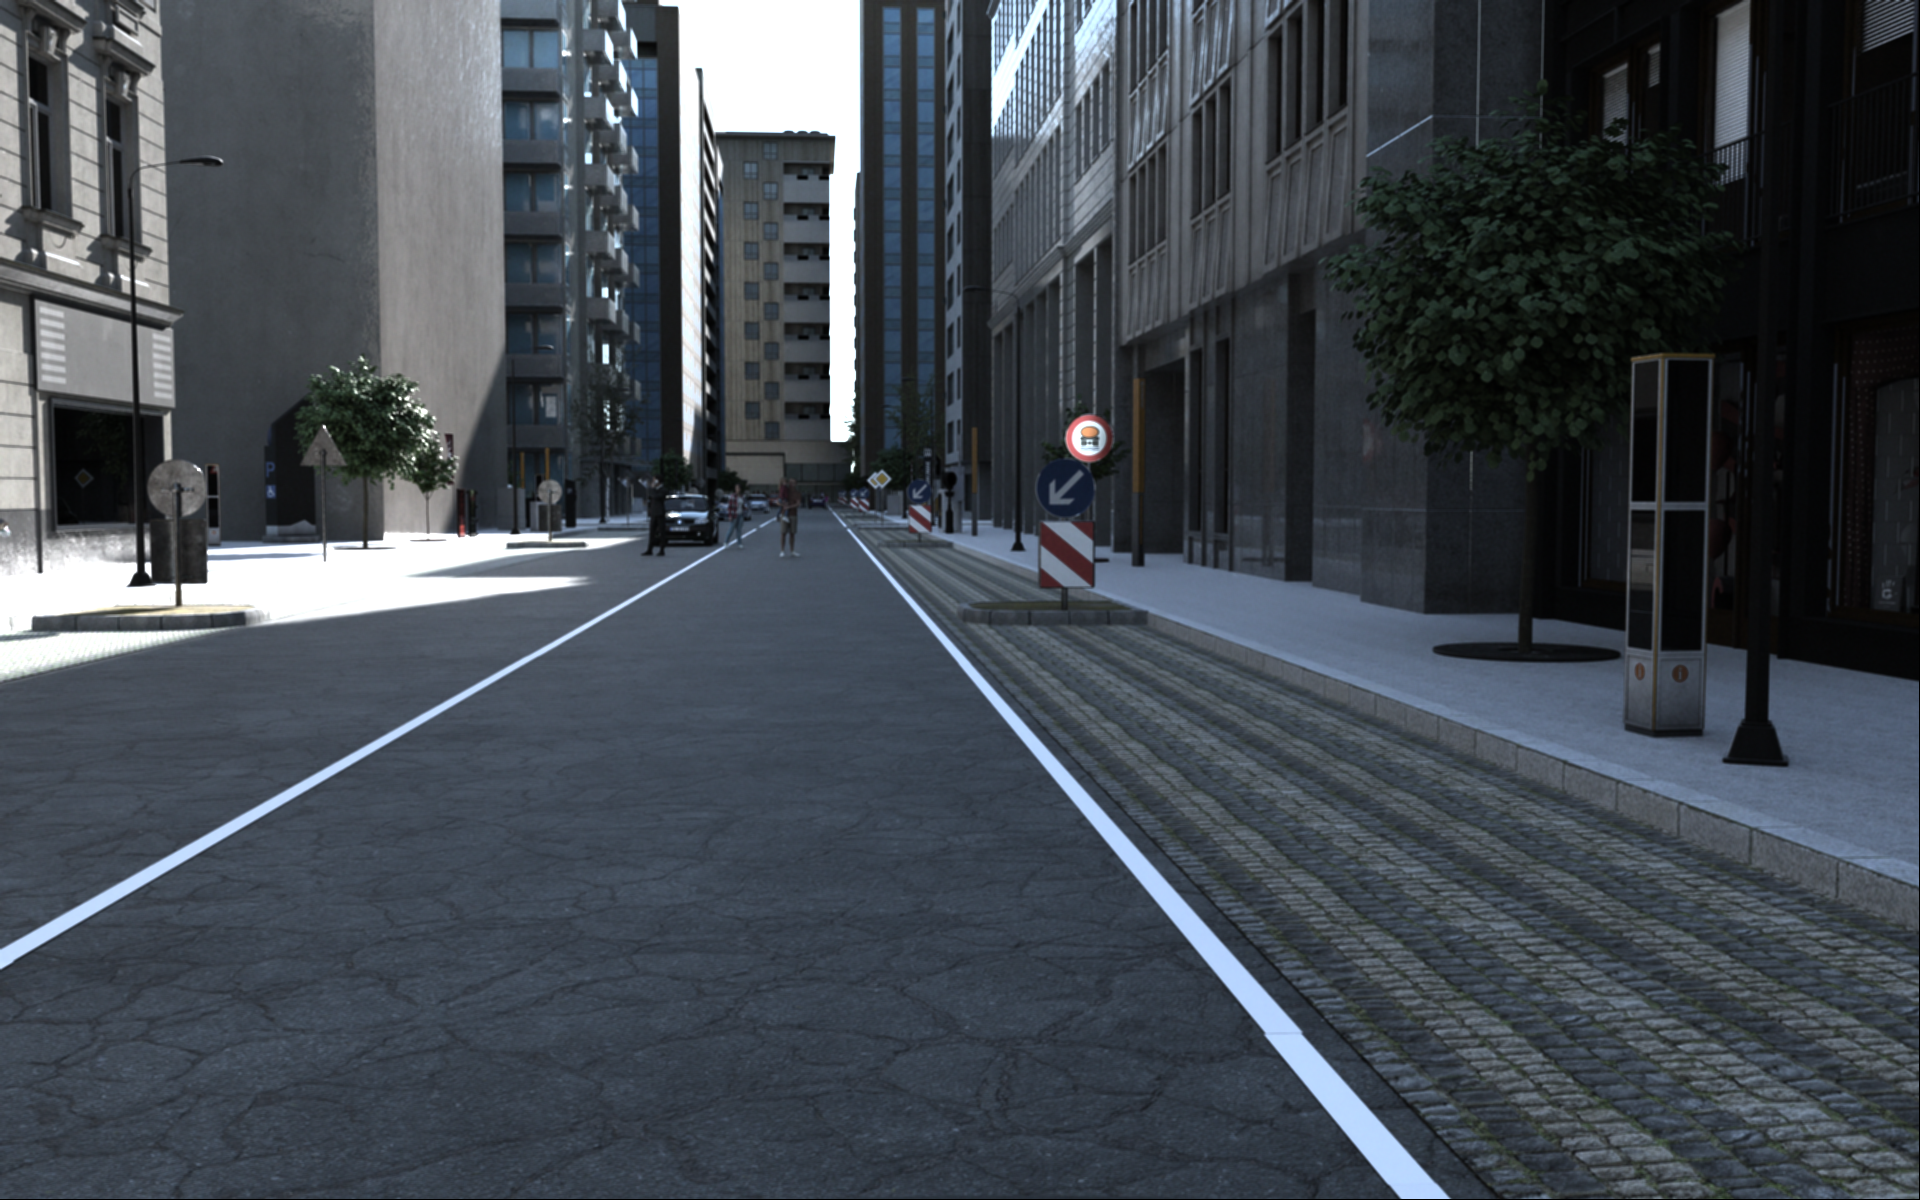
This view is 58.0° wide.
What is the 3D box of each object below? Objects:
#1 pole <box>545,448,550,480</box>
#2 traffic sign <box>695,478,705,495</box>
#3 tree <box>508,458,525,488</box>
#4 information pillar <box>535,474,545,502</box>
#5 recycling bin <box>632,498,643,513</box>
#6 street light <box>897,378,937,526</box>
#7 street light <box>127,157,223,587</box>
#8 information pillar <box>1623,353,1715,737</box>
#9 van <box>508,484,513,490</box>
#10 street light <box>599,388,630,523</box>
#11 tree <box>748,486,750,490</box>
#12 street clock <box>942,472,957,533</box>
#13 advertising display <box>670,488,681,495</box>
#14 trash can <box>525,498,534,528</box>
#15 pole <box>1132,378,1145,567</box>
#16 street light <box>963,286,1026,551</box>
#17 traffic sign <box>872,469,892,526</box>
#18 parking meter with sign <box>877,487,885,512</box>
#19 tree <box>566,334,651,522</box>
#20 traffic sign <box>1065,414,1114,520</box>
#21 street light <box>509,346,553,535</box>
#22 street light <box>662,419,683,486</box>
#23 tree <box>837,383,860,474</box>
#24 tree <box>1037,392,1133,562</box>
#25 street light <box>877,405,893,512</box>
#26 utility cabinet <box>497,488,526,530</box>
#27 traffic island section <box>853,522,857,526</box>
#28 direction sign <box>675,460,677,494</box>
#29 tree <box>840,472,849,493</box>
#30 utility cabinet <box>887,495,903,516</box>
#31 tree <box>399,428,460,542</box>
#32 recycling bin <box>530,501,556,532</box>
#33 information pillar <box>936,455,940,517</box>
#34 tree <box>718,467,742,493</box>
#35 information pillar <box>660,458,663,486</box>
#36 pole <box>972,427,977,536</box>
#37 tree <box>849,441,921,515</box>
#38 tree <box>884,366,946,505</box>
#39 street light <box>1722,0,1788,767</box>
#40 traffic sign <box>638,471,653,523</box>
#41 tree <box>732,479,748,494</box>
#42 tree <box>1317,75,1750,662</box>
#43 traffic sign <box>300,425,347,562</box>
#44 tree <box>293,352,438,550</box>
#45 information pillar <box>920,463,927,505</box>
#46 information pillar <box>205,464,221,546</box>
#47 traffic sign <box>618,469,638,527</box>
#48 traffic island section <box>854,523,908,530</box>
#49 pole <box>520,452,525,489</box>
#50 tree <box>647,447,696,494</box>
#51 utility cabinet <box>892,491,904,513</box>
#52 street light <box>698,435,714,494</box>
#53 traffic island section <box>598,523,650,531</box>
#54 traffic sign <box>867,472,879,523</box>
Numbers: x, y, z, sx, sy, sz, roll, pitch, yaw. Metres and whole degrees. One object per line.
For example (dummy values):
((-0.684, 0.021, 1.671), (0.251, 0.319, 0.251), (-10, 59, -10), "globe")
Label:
((-18.190, -5.049, 76.390), (0.158, 3.312, 0.155), (0, 3, 0), "pole")
((-20.351, -8.289, 135.629), (0.768, 2.556, 0.104), (0, 4, -2), "traffic sign")
((-20.717, -5.112, 78.185), (1.663, 3.219, 1.824), (0, 3, 0), "tree")
((-15.580, -3.659, 64.313), (0.304, 2.012, 0.304), (0, 4, 2), "information pillar")
((-21.683, -6.311, 115.732), (0.722, 1.027, 0.722), (-3, 5, -44), "recycling bin")
((-1.655, -5.918, 69.305), (1.470, 5.913, 1.316), (0, 4, -5), "street light")
((-10.850, -3.145, 23.956), (1.470, 5.913, 1.316), (0, 4, -5), "street light")
((3.771, -0.290, 9.227), (0.304, 2.012, 0.304), (-1, 4, -10), "information pillar")
((-20.371, -3.935, 71.344), (4.112, 2.044, 2.013), (0, 4, -6), "van")
((-15.187, -6.334, 76.097), (1.470, 5.913, 1.316), (0, 4, -5), "street light")
((-28.213, -14.166, 226.215), (1.663, 3.219, 1.824), (0, 3, 0), "tree")
((-0.341, -3.171, 56.412), (0.358, 2.002, 0.471), (3, 5, 41), "street clock")
((-21.240, -7.578, 129.115), (0.974, 1.923, 0.123), (1, 4, 14), "advertising display")
((-16.546, -3.315, 65.855), (0.748, 1.137, 0.748), (0, 3, 0), "trash can")
((3.161, -2.250, 30.626), (0.158, 3.312, 0.155), (0, 3, 0), "pole")
((0.773, -4.059, 38.901), (1.470, 5.913, 1.316), (0, 4, -5), "street light")
((-3.113, -4.012, 69.236), (0.795, 2.450, 0.064), (0, 4, -5), "traffic sign")
((-5.711, -7.784, 123.529), (0.543, 3.016, 1.738), (-1, 4, -15), "parking meter with sign")
((-16.330, -7.934, 80.076), (4.360, 8.622, 3.978), (0, 3, 0), "tree")
((2.063, -1.686, 27.669), (0.768, 2.556, 0.104), (0, 4, 1), "traffic sign")
((-13.442, -5.003, 54.348), (1.470, 5.913, 1.316), (0, 4, -5), "street light")
((-17.746, -8.206, 106.714), (1.470, 5.913, 1.316), (0, 4, -5), "street light")
((-7.660, -14.715, 158.720), (7.486, 12.596, 7.792), (0, 3, 0), "tree")
((2.213, -2.347, 32.980), (1.663, 3.219, 1.824), (0, 3, 0), "tree")
((-3.427, -7.209, 90.404), (1.470, 5.913, 1.316), (0, 4, -5), "street light")
((-15.871, -3.219, 61.316), (1.173, 1.500, 0.318), (3, 4, 36), "utility cabinet")
((-3.745, -3.363, 77.273), (2.009, 0.180, 2.903), (0, 4, -5), "traffic island section")
((-18.807, -7.511, 114.794), (0.379, 3.537, 0.876), (0, 4, 0), "direction sign")
((-9.608, -11.629, 173.848), (4.285, 4.588, 4.351), (0, 3, 0), "tree")
((-3.876, -5.620, 103.049), (1.020, 1.237, 0.306), (3, 5, 40), "utility cabinet")
((-14.305, -3.199, 46.898), (1.663, 3.219, 1.824), (0, 3, 0), "tree")
((-14.299, -2.867, 59.428), (0.722, 1.027, 0.722), (-2, 4, -32), "recycling bin")
((-1.306, -6.505, 97.710), (0.183, 3.616, 0.504), (3, 5, 43), "information pillar")
((-27.811, -13.688, 207.511), (4.285, 4.588, 4.351), (0, 3, 0), "tree")
((-19.112, -7.328, 111.171), (0.183, 3.616, 0.504), (1, 4, 9), "information pillar")
((0.447, -3.622, 53.057), (0.158, 3.312, 0.155), (0, 3, 0), "pole")
((-4.281, -7.945, 113.613), (4.285, 4.588, 4.351), (0, 3, 0), "tree")
((-2.169, -9.169, 100.273), (4.737, 8.622, 4.395), (0, 3, 0), "tree")
((3.280, -2.175, 8.100), (1.470, 5.913, 1.316), (0, 4, -5), "street light")
((-13.780, -4.450, 76.394), (0.795, 2.450, 0.064), (0, 4, -5), "traffic sign")
((-28.186, -13.753, 219.462), (1.663, 3.219, 1.824), (0, 3, 0), "tree")
((4.464, -1.836, 13.735), (4.285, 4.588, 4.351), (0, 3, 0), "tree")
((-11.938, -1.987, 32.486), (0.884, 2.594, 0.081), (0, 4, 2), "traffic sign")
((-13.828, -3.452, 40.162), (4.285, 4.588, 4.351), (0, 3, 0), "tree")
((-2.790, -8.615, 132.204), (0.504, 3.616, 0.183), (-1, 4, -16), "information pillar")
((-18.404, -2.334, 42.656), (0.304, 2.012, 0.304), (-2, 4, -27), "information pillar")
((-13.126, -3.963, 68.436), (0.795, 2.450, 0.064), (0, 4, -5), "traffic sign")
((-3.090, -2.877, 69.315), (2.009, 0.180, 2.903), (0, 4, -5), "traffic island section")
((-21.221, -5.516, 84.023), (0.158, 3.312, 0.155), (0, 3, 0), "pole")
((-20.056, -8.344, 120.142), (4.285, 4.588, 4.351), (0, 3, 0), "tree")
((-4.185, -6.749, 119.020), (0.318, 1.500, 1.173), (-3, 5, -42), "utility cabinet")
((-20.133, -10.066, 137.123), (1.470, 5.913, 1.316), (0, 4, -5), "street light")
((-13.148, -2.827, 68.495), (2.009, 0.180, 2.903), (0, 4, -5), "traffic island section")
((-3.768, -4.499, 77.194), (0.795, 2.450, 0.064), (0, 4, -5), "traffic sign")
